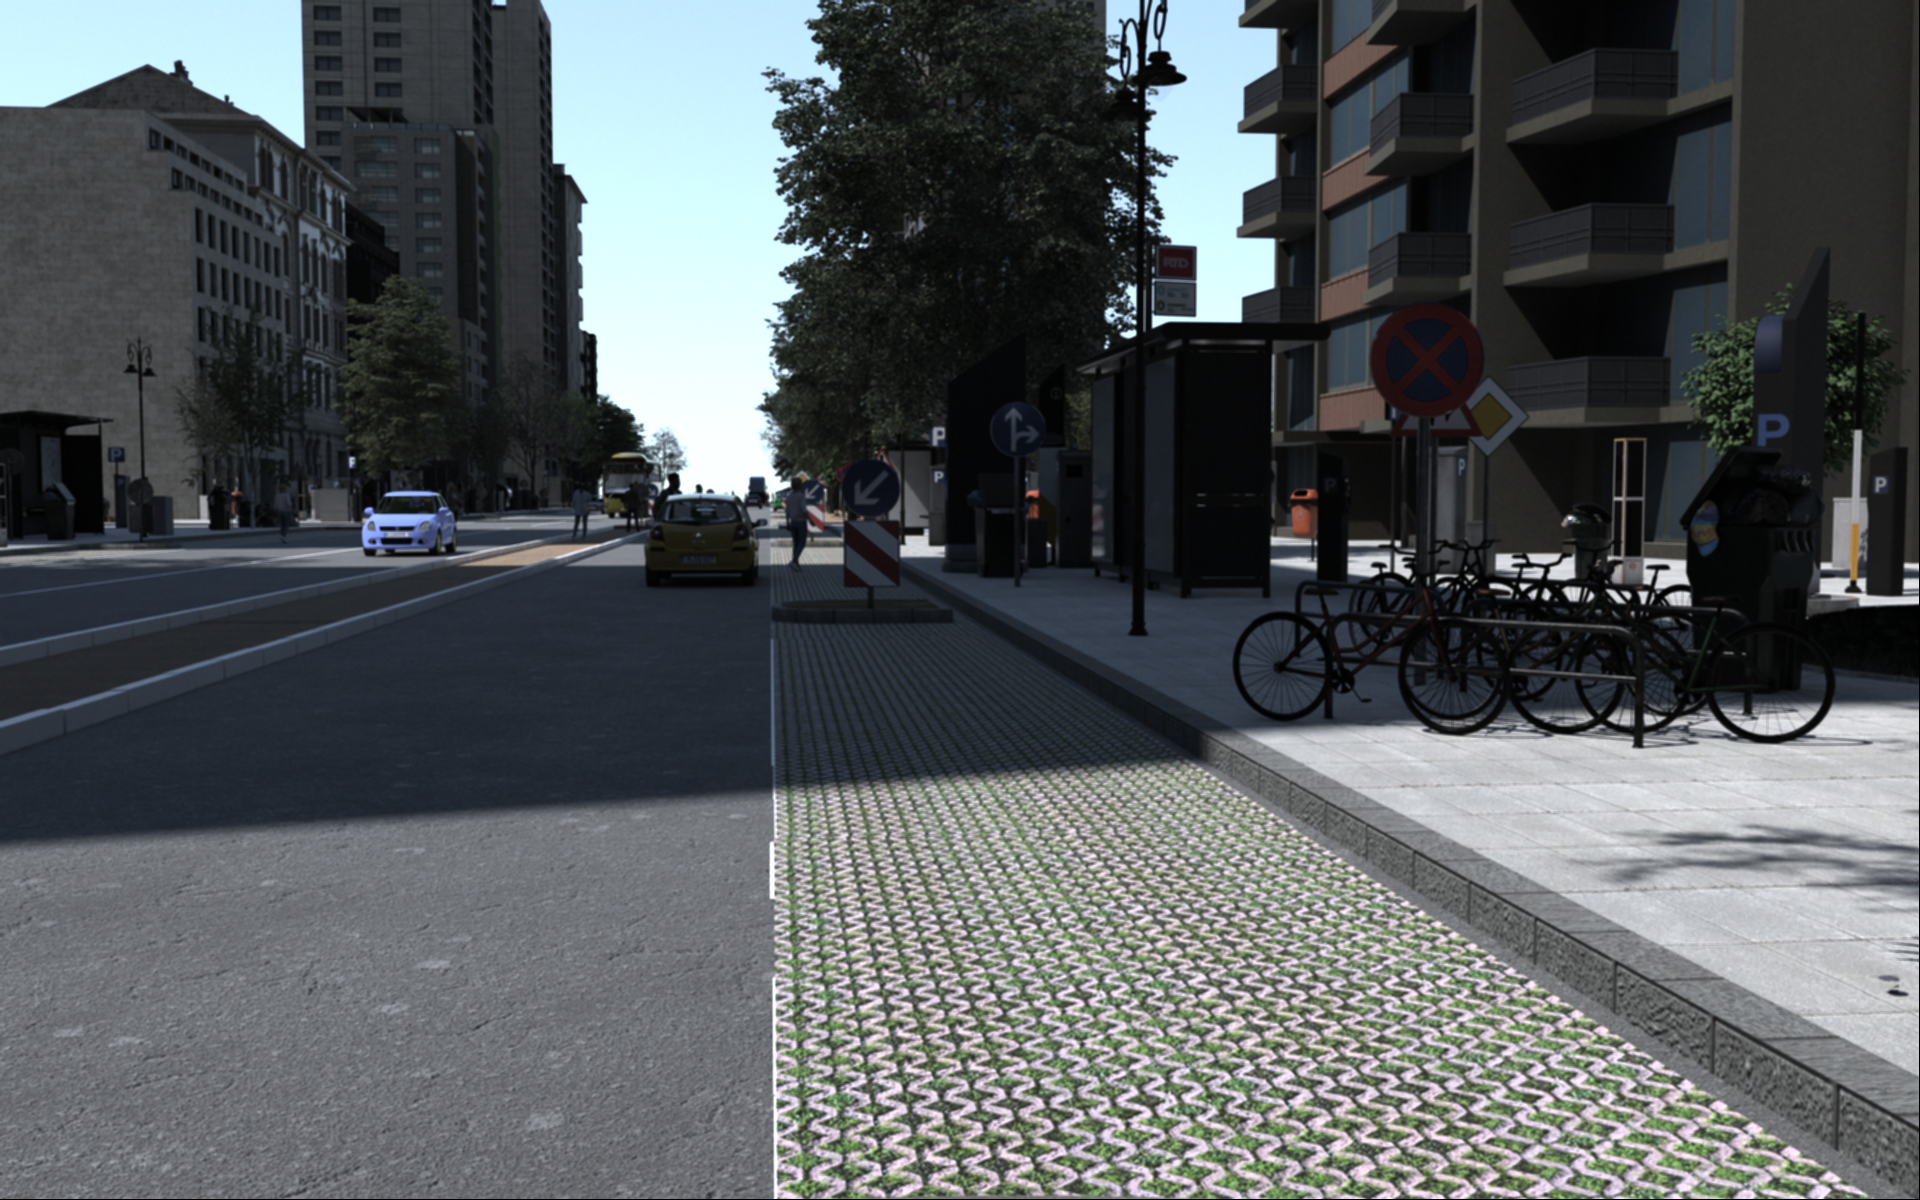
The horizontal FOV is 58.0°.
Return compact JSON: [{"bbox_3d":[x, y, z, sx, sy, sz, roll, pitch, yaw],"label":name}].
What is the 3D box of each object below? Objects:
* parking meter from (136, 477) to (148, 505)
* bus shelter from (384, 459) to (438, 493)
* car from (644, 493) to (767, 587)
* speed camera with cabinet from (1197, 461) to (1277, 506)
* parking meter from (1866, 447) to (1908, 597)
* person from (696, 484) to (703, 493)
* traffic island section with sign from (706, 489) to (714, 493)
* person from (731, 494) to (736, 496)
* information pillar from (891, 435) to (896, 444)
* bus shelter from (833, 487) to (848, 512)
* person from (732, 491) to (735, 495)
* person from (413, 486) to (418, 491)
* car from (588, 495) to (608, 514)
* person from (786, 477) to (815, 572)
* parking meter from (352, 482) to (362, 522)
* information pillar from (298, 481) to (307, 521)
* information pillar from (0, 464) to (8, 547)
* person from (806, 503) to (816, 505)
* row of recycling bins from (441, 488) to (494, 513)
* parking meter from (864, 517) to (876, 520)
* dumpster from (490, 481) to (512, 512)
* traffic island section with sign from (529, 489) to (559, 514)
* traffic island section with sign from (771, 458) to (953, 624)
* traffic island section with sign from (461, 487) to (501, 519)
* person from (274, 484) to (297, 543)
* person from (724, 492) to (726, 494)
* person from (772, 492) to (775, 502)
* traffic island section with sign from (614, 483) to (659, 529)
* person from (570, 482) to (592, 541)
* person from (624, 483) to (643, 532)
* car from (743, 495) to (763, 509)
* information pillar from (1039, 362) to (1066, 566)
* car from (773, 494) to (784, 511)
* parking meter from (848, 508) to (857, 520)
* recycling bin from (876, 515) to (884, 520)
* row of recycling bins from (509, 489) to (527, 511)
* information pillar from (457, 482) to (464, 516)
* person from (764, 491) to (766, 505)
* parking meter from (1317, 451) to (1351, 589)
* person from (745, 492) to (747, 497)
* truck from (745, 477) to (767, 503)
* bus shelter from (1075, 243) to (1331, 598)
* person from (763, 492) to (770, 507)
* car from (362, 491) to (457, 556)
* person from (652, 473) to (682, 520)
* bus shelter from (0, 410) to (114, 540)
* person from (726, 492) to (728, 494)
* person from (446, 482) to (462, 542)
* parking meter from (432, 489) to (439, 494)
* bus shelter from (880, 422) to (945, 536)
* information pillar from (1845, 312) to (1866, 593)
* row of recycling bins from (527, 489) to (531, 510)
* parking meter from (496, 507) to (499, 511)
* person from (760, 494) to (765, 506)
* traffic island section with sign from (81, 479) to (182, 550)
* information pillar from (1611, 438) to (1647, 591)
[{"bbox_3d":[-28.201,-3.302,59.694,0.399,1.863,0.255,0,4,0],"label":"parking meter"},{"bbox_3d":[-31.760,-6.501,100.221,2.014,3.302,5.546,0,4,-6],"label":"bus shelter"},{"bbox_3d":[-4.173,-1.107,28.329,2.015,1.641,3.980,0,4,-6],"label":"car"},{"bbox_3d":[7.353,-3.159,45.983,2.038,3.252,0.660,-1,4,-14],"label":"speed camera with cabinet"},{"bbox_3d":[11.661,-0.985,21.810,0.255,1.863,0.399,-1,4,-21],"label":"parking meter"},{"bbox_3d":[-9.698,-3.409,64.425,0.728,1.800,0.709,1,4,16],"label":"person"},{"bbox_3d":[-22.121,-8.873,153.203,2.006,1.907,1.989,0,4,-6],"label":"traffic island section with sign"},{"bbox_3d":[-34.947,-15.731,266.529,1.217,1.723,0.721,-1,4,-18],"label":"person"},{"bbox_3d":[-2.461,-4.483,64.653,0.183,3.616,0.504,1,4,16],"label":"information pillar"},{"bbox_3d":[-9.791,-9.993,141.019,2.179,5.291,8.768,0,4,-6],"label":"bus shelter"},{"bbox_3d":[-25.016,-11.137,190.608,0.705,1.821,1.348,-3,4,-36],"label":"person"},{"bbox_3d":[-20.633,-3.455,65.566,0.480,1.755,0.524,-1,4,-23],"label":"person"},{"bbox_3d":[-26.146,-6.824,124.145,1.945,1.354,3.894,0,4,-4],"label":"car"},{"bbox_3d":[-2.991,-1.394,31.969,0.731,1.740,0.598,2,4,25],"label":"person"},{"bbox_3d":[-27.464,-4.479,78.949,0.399,1.863,0.255,3,4,36],"label":"parking meter"},{"bbox_3d":[-31.858,-4.854,83.861,0.304,2.012,0.304,0,4,5],"label":"information pillar"},{"bbox_3d":[-23.184,-2.275,41.688,0.304,2.012,0.304,0,4,1],"label":"information pillar"},{"bbox_3d":[-5.629,-3.375,64.037,0.716,1.782,0.532,-3,5,-42],"label":"person"},{"bbox_3d":[-32.884,-6.639,115.658,3.534,1.692,1.069,-3,4,-38],"label":"row of recycling bins"},{"bbox_3d":[-2.852,-2.830,54.688,0.372,1.533,0.369,0,3,0],"label":"parking meter"},{"bbox_3d":[-33.549,-7.573,126.304,1.502,2.255,1.985,0,4,-6],"label":"dumpster"},{"bbox_3d":[-30.338,-7.199,126.325,1.989,1.847,2.006,0,4,-6],"label":"traffic island section with sign"},{"bbox_3d":[-1.174,-0.693,19.952,1.989,1.847,2.006,0,4,-6],"label":"traffic island section with sign"},{"bbox_3d":[-27.326,-5.519,98.864,1.989,1.847,2.006,0,4,-6],"label":"traffic island section with sign"},{"bbox_3d":[-19.785,-2.542,50.732,0.731,1.740,0.598,0,4,0],"label":"person"},{"bbox_3d":[-39.455,-17.210,290.593,1.217,1.736,0.721,1,4,10],"label":"person"},{"bbox_3d":[-33.159,-18.244,307.500,0.721,1.736,1.217,1,4,19],"label":"person"},{"bbox_3d":[-13.145,-3.854,71.145,2.006,1.907,1.989,0,4,-6],"label":"traffic island section with sign"},{"bbox_3d":[-11.511,-2.680,52.576,0.793,1.790,0.793,-3,4,-36],"label":"person"},{"bbox_3d":[-12.311,-3.477,65.258,0.656,1.842,0.836,-3,5,-39],"label":"person"},{"bbox_3d":[-20.107,-9.514,168.129,1.945,1.354,3.894,0,4,-8],"label":"car"},{"bbox_3d":[1.656,-2.417,30.879,0.504,3.616,0.183,1,4,22],"label":"information pillar"},{"bbox_3d":[-14.552,-8.246,143.614,1.959,1.807,4.718,0,4,-5],"label":"car"},{"bbox_3d":[-4.322,-3.894,69.383,0.255,1.863,0.399,-2,4,-29],"label":"parking meter"},{"bbox_3d":[-4.160,-4.512,86.329,0.722,1.027,0.722,-1,4,-12],"label":"recycling bin"},{"bbox_3d":[-35.879,-7.853,135.512,3.534,1.692,1.069,1,4,20],"label":"row of recycling bins"},{"bbox_3d":[-29.683,-6.017,102.869,0.304,2.012,0.304,0,4,-3],"label":"information pillar"},{"bbox_3d":[-25.328,-13.239,224.984,1.348,1.821,0.705,-1,4,-21],"label":"person"},{"bbox_3d":[5.068,-1.086,23.465,0.399,1.863,0.255,2,4,32],"label":"parking meter"},{"bbox_3d":[-35.948,-17.216,290.899,0.530,1.710,0.541,0,4,-3],"label":"person"},{"bbox_3d":[-30.868,-16.638,261.793,2.967,4.110,18.799,0,4,-4],"label":"truck"},{"bbox_3d":[3.040,-2.924,25.433,2.179,5.291,8.768,0,4,-6],"label":"bus shelter"},{"bbox_3d":[-21.574,-11.234,192.971,0.445,1.727,0.742,3,5,43],"label":"person"},{"bbox_3d":[-13.068,-1.932,41.185,1.945,1.707,3.694,0,4,-8],"label":"car"},{"bbox_3d":[-5.284,-1.445,32.103,0.794,1.824,0.713,-3,4,-37],"label":"person"},{"bbox_3d":[-27.245,-3.692,51.652,1.731,3.624,6.357,0,4,-6],"label":"bus shelter"},{"bbox_3d":[-41.383,-18.321,308.834,0.721,1.735,1.217,1,4,14],"label":"person"},{"bbox_3d":[-15.208,-2.656,52.114,0.537,1.800,0.526,-3,5,-45],"label":"person"},{"bbox_3d":[-28.605,-5.261,94.435,0.372,1.533,0.369,0,3,0],"label":"parking meter"},{"bbox_3d":[-1.244,-3.491,51.007,2.014,3.302,5.546,0,4,-6],"label":"bus shelter"},{"bbox_3d":[11.673,-1.907,22.532,0.183,3.616,0.504,2,4,26],"label":"information pillar"},{"bbox_3d":[-35.831,-8.059,138.870,1.069,1.692,3.534,2,4,29],"label":"row of recycling bins"},{"bbox_3d":[-34.334,-7.364,128.804,0.372,1.533,0.369,0,3,0],"label":"parking meter"},{"bbox_3d":[-24.464,-12.399,214.479,1.065,1.426,0.557,3,5,45],"label":"person"},{"bbox_3d":[-21.441,-2.225,45.001,1.989,1.847,2.006,0,4,-6],"label":"traffic island section with sign"},{"bbox_3d":[8.851,-1.127,22.925,0.304,2.012,0.304,0,4,-6],"label":"information pillar"}]
